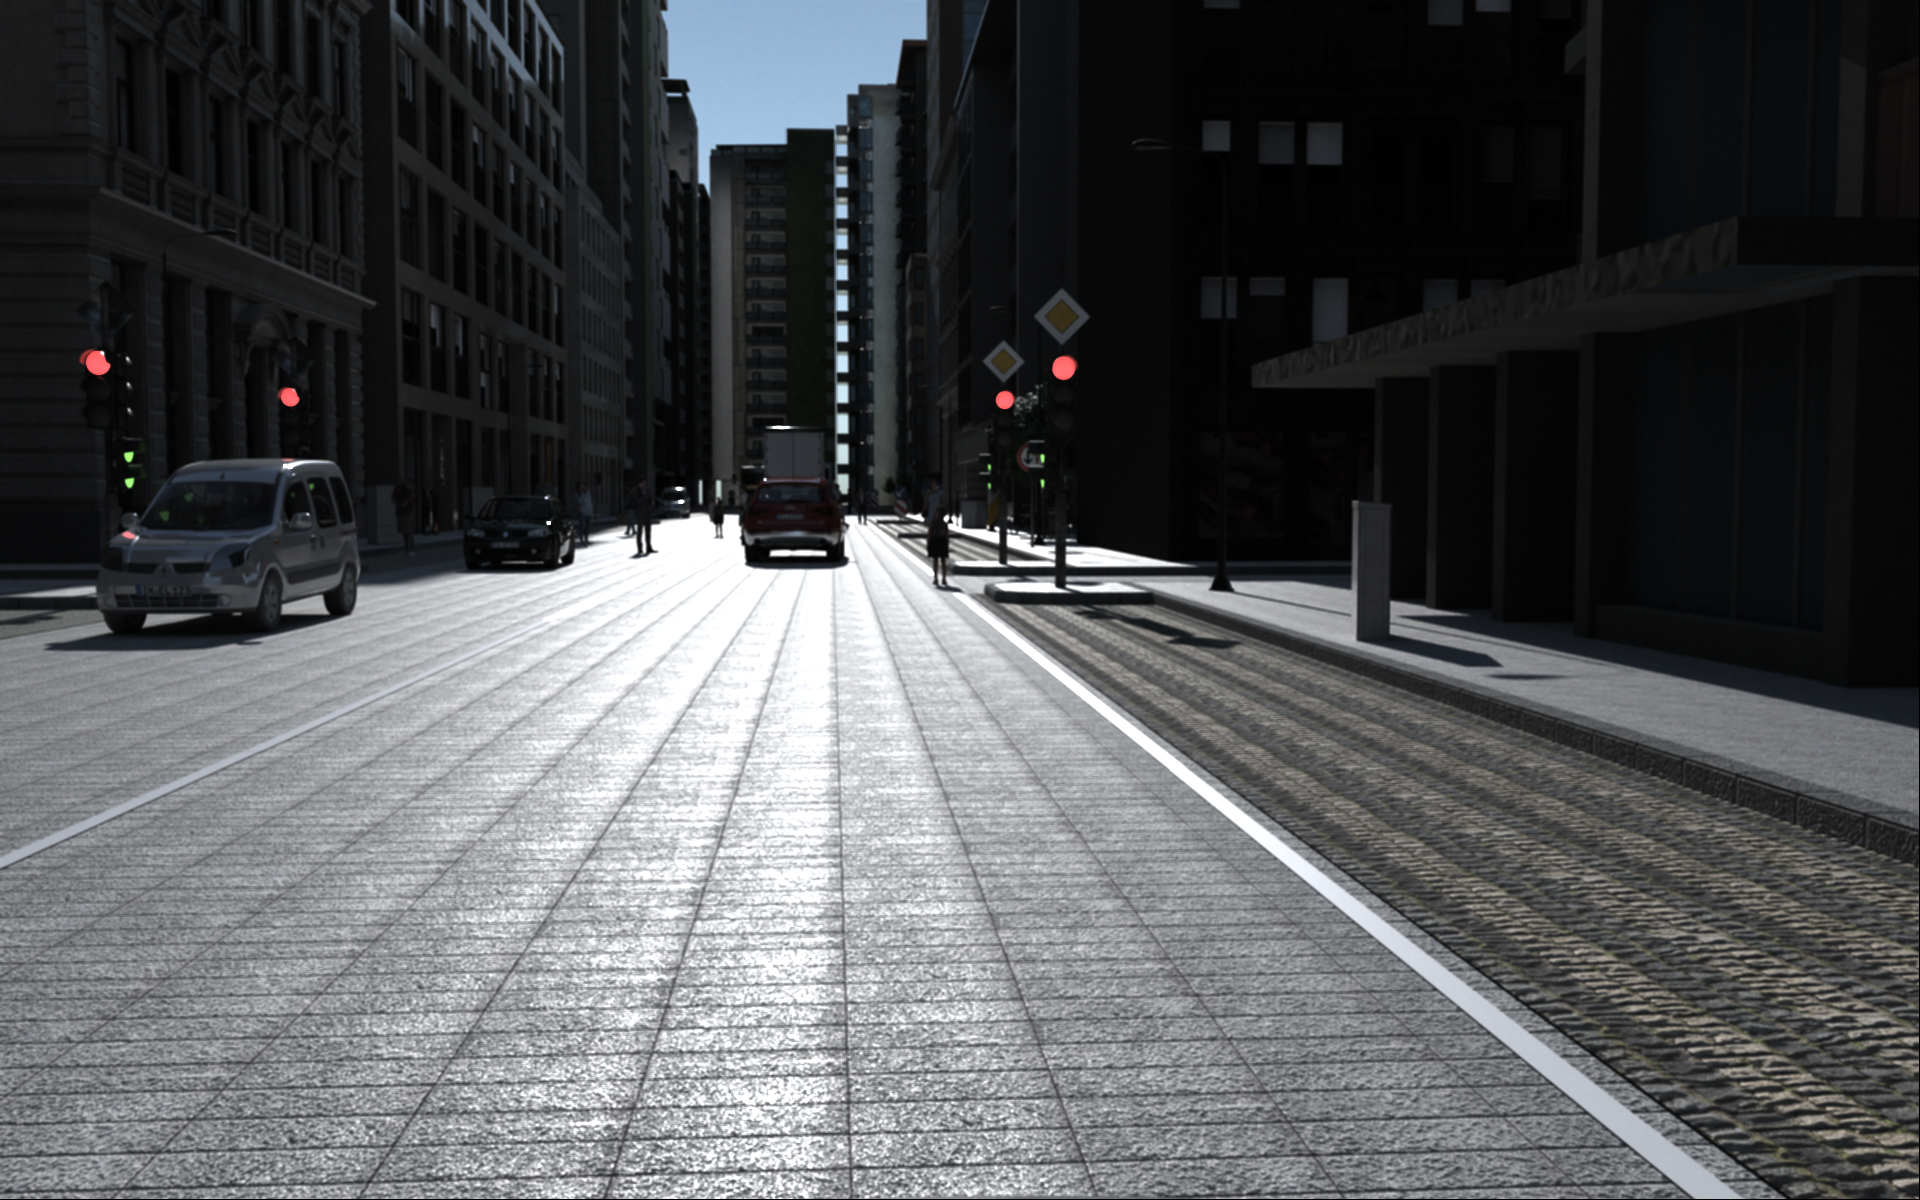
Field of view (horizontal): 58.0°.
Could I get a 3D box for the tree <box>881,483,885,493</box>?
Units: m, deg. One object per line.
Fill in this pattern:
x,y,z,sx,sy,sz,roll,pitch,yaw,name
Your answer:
-6.605,-10.185,161.127,1.663,3.219,1.824,0,3,0,tree

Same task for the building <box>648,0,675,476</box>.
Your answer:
-36.562,-33.155,131.320,28.713,52.752,27.495,0,4,-4,building

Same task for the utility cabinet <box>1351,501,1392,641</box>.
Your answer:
3.696,-0.269,15.556,0.306,1.237,1.020,1,4,10,utility cabinet

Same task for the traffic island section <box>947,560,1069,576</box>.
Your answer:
0.813,-0.580,31.770,2.009,0.180,2.903,0,4,-4,traffic island section

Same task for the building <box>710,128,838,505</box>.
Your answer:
-21.060,-31.387,196.767,14.086,41.232,14.154,0,4,-4,building

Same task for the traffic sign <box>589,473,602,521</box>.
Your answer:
-17.432,-4.935,82.811,0.606,2.300,0.079,0,4,3,traffic sign

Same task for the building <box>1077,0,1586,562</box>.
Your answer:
11.369,-12.787,38.742,15.834,23.373,12.332,0,4,-4,building

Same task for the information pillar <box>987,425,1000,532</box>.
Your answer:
1.151,-4.150,59.211,0.504,3.616,0.183,-3,5,-45,information pillar

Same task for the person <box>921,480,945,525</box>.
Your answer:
-0.704,-2.252,45.412,0.616,1.811,0.778,1,4,11,person

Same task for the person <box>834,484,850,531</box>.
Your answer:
-4.645,-3.592,67.075,0.795,1.843,0.661,0,4,6,person

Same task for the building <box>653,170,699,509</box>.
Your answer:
-30.859,-23.353,153.515,14.160,30.474,14.107,0,4,-4,building

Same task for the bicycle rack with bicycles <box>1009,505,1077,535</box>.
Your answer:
2.815,-2.555,55.157,2.925,0.926,2.852,-2,4,-30,bicycle rack with bicycles

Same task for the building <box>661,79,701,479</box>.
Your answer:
-33.275,-29.935,173.035,14.086,41.232,14.154,0,4,-4,building

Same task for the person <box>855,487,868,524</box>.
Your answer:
-4.712,-4.551,83.302,0.661,1.777,0.834,-1,4,-19,person

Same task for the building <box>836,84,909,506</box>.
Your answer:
0.801,-35.674,202.881,30.456,49.044,23.786,0,4,-4,building

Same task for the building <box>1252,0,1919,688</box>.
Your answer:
15.633,-21.634,8.344,22.147,44.769,28.867,0,4,-4,building

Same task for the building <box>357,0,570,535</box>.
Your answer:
-27.717,-16.095,67.672,19.350,26.468,34.151,0,4,-4,building

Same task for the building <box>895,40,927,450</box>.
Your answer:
4.996,-31.381,167.697,22.147,44.769,28.867,0,4,-4,building

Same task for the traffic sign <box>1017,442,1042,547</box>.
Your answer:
1.744,-2.543,41.684,0.768,2.556,0.104,0,4,-1,traffic sign

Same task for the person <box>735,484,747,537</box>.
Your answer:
-7.278,-2.968,57.601,0.524,1.755,0.480,1,4,9,person

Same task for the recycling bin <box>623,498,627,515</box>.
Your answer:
-20.024,-5.667,105.202,0.722,1.027,0.722,-3,5,-40,recycling bin

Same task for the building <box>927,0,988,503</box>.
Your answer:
5.053,-28.539,116.719,14.600,45.320,14.200,0,4,-4,building

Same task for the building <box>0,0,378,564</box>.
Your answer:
-21.316,-12.919,40.096,11.050,23.489,19.941,0,4,-4,building

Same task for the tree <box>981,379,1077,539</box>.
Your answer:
2.324,-4.027,49.559,4.285,4.588,4.351,0,3,0,tree

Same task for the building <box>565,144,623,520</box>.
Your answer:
-24.611,-14.621,93.800,10.420,20.320,16.860,0,4,-4,building

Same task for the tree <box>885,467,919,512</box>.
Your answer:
-3.939,-7.884,123.498,1.663,3.219,1.824,0,3,0,tree

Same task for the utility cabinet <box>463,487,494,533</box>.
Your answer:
-15.820,-2.948,56.884,0.318,1.500,1.173,2,4,24,utility cabinet

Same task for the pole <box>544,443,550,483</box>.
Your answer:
-16.629,-4.647,69.817,0.158,3.312,0.155,0,3,0,pole

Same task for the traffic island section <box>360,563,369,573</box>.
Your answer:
-11.795,-0.524,30.843,2.009,0.180,2.903,0,4,-4,traffic island section

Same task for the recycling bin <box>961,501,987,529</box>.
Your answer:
0.532,-3.196,64.815,0.722,1.027,0.722,3,4,37,recycling bin

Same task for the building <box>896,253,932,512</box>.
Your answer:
9.212,-18.022,139.693,27.650,21.520,28.899,0,4,-4,building

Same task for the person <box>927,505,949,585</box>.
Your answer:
-0.349,-0.872,27.432,0.362,1.253,0.373,0,4,-8,person

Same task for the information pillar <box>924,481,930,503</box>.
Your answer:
-1.813,-5.555,95.311,0.304,2.012,0.304,0,4,5,information pillar

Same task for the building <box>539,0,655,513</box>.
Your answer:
-27.612,-26.173,111.525,14.154,41.232,14.086,0,4,-4,building

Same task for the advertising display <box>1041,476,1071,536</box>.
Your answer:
2.915,-2.945,53.365,0.974,1.923,0.123,1,4,9,advertising display

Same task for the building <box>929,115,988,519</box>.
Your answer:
4.347,-16.396,96.953,11.050,23.489,19.941,0,4,-4,building

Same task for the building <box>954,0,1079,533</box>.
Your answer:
7.882,-15.440,71.516,14.314,24.678,30.058,0,4,-4,building

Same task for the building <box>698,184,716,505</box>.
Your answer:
-40.833,-31.346,204.383,23.993,40.220,32.217,0,4,-4,building

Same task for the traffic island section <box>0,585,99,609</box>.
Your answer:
-11.204,-0.037,22.880,2.009,0.180,2.903,0,4,-4,traffic island section

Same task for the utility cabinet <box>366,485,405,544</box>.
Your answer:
-14.627,-2.168,44.121,0.318,1.500,1.173,1,4,18,utility cabinet

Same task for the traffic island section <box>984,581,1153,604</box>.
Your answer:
1.403,-0.093,23.807,2.009,0.180,2.903,0,4,-4,traffic island section
